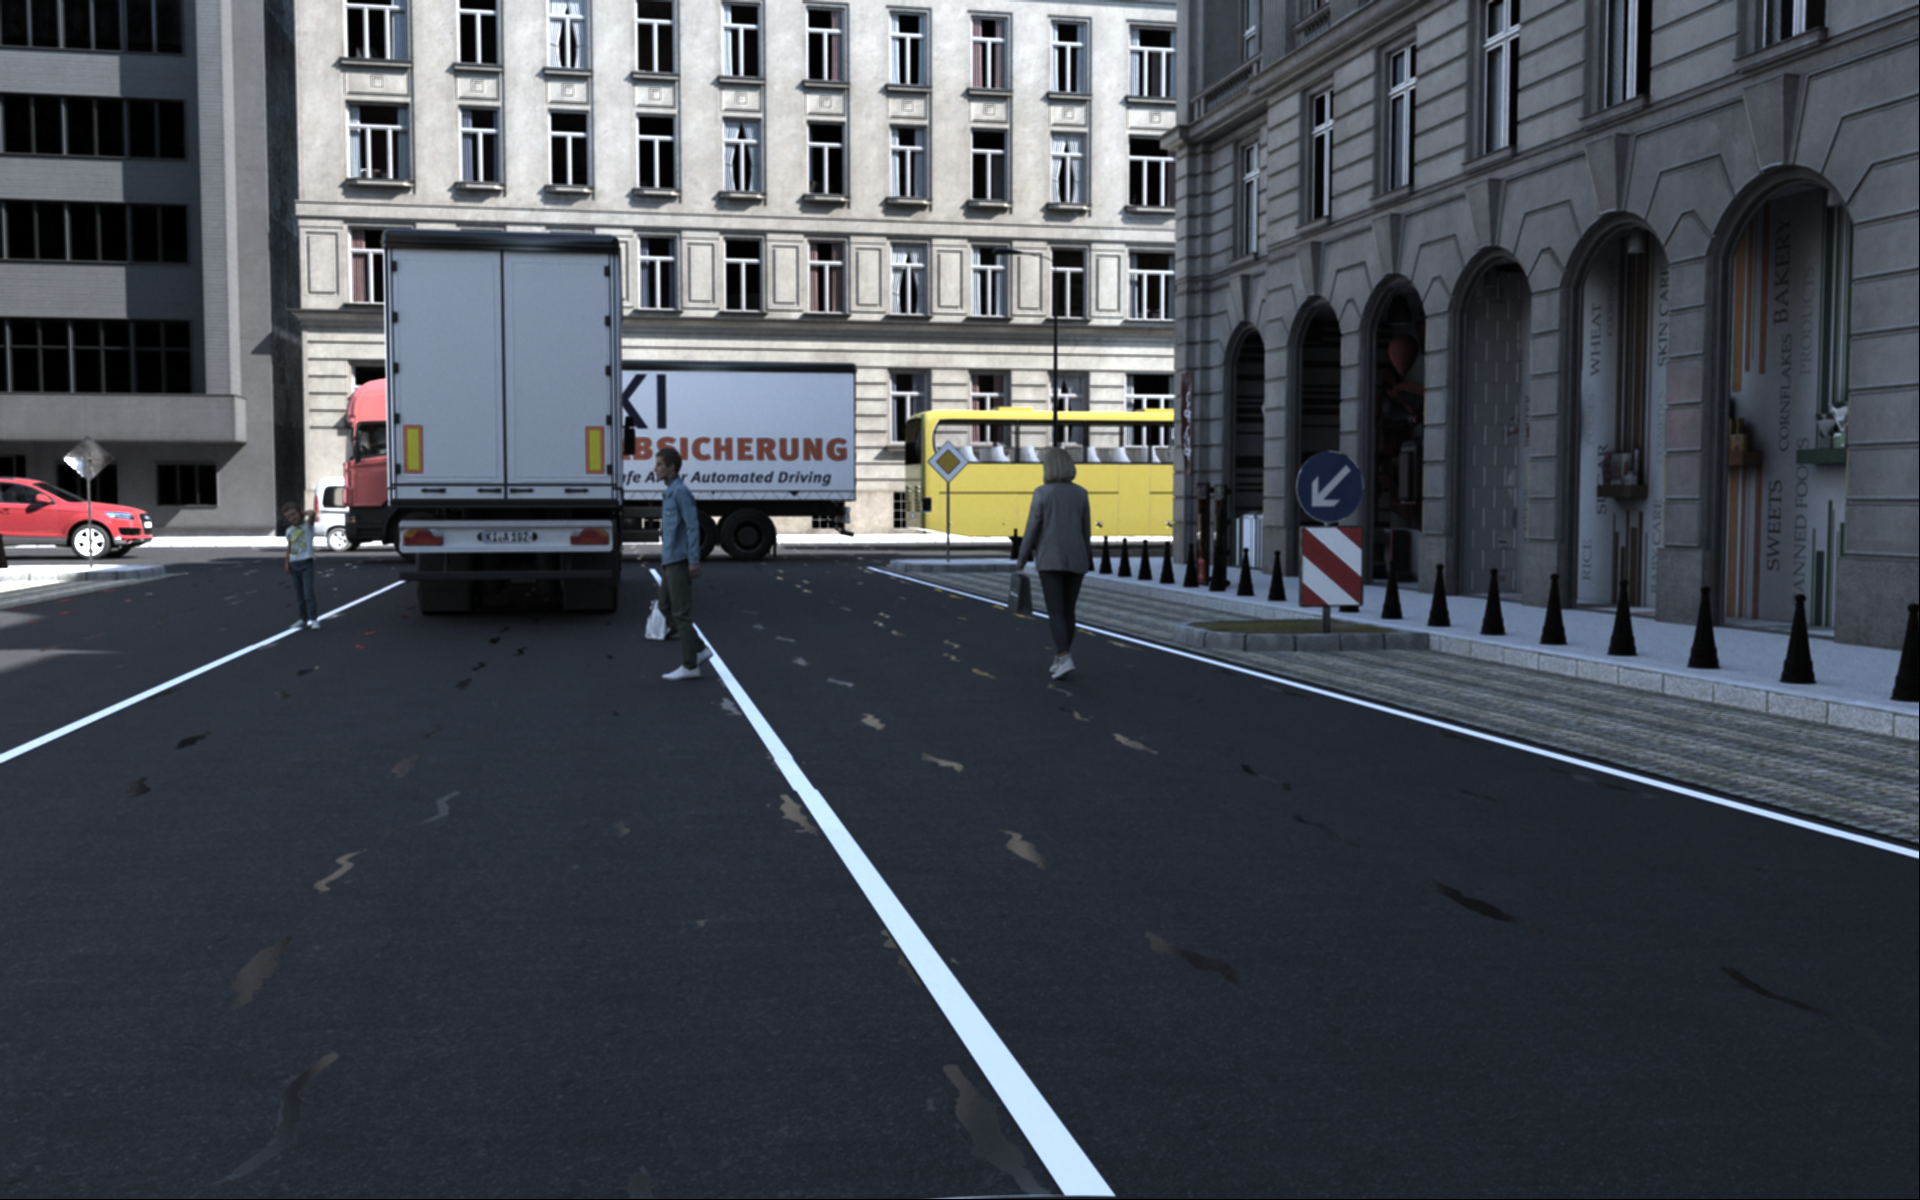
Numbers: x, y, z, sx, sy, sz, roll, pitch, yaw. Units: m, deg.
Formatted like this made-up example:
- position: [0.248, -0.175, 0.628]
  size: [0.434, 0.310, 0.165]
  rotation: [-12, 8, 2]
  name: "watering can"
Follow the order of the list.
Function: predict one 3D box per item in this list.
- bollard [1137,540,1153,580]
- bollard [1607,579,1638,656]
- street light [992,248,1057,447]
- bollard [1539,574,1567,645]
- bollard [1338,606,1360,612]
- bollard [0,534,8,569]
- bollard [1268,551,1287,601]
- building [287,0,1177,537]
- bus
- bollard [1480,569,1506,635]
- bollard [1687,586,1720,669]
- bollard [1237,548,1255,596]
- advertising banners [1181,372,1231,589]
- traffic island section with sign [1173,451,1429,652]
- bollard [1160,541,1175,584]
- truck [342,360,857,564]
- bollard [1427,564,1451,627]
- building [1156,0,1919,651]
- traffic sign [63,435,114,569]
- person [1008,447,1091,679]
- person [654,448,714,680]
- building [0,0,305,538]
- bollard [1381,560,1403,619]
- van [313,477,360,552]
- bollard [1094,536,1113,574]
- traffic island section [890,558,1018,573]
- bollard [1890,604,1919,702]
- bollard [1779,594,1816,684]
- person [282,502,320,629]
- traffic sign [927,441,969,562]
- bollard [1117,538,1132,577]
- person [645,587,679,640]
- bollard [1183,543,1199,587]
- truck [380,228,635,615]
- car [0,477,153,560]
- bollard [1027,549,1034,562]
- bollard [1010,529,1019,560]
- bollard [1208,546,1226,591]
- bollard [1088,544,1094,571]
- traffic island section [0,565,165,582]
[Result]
- position: [2.772, -0.604, 25.923]
  size: [0.229, 0.601, 0.229]
  rotation: [0, 3, 0]
  name: "bollard"
- position: [5.288, 0.136, 13.811]
  size: [0.229, 0.601, 0.229]
  rotation: [0, 3, 0]
  name: "bollard"
- position: [1.289, -3.695, 32.958]
  size: [1.470, 5.913, 1.316]
  rotation: [-1, 4, -12]
  name: "street light"
- position: [5.083, 0.075, 14.818]
  size: [0.229, 0.601, 0.229]
  rotation: [0, 3, 0]
  name: "bollard"
- position: [4.241, -0.172, 18.855]
  size: [0.229, 0.601, 0.229]
  rotation: [0, 3, 0]
  name: "bollard"
- position: [-16.514, -0.843, 29.817]
  size: [0.229, 0.601, 0.229]
  rotation: [0, 3, 0]
  name: "bollard"
- position: [3.822, -0.295, 20.866]
  size: [0.229, 0.601, 0.229]
  rotation: [0, 3, 0]
  name: "bollard"
- position: [-6.867, -13.890, 60.393]
  size: [30.059, 22.955, 16.112]
  rotation: [-1, 4, -12]
  name: "building"
- position: [4.766, -3.332, 46.023]
  size: [12.252, 3.916, 2.896]
  rotation: [-1, 4, -12]
  name: "bus"
- position: [4.875, 0.013, 15.824]
  size: [0.229, 0.601, 0.229]
  rotation: [0, 3, 0]
  name: "bollard"
- position: [5.502, 0.198, 12.798]
  size: [0.229, 0.601, 0.229]
  rotation: [0, 3, 0]
  name: "bollard"
- position: [3.610, -0.357, 21.880]
  size: [0.229, 0.601, 0.229]
  rotation: [0, 3, 0]
  name: "bollard"
- position: [3.421, -1.719, 24.296]
  size: [0.090, 3.025, 2.074]
  rotation: [-1, 4, -10]
  name: "advertising banners"
- position: [3.134, -0.488, 16.612]
  size: [1.989, 1.847, 2.006]
  rotation: [-1, 4, -12]
  name: "traffic island section with sign"
- position: [2.983, -0.542, 24.911]
  size: [0.229, 0.601, 0.229]
  rotation: [0, 3, 0]
  name: "bollard"
- position: [-7.953, -2.957, 37.262]
  size: [11.283, 4.237, 2.839]
  rotation: [-1, 4, -11]
  name: "truck"
- position: [4.662, -0.049, 16.837]
  size: [0.229, 0.601, 0.229]
  rotation: [0, 3, 0]
  name: "bollard"
- position: [12.034, -10.985, 21.410]
  size: [13.314, 21.916, 24.055]
  rotation: [-1, 4, -12]
  name: "building"
- position: [-14.913, -1.592, 29.670]
  size: [0.795, 2.450, 0.064]
  rotation: [-1, 4, -12]
  name: "traffic sign"
- position: [0.714, -0.298, 13.553]
  size: [0.709, 1.800, 0.728]
  rotation: [-1, 4, -16]
  name: "person"
- position: [-2.143, -0.281, 13.435]
  size: [0.444, 1.785, 0.601]
  rotation: [0, 4, -6]
  name: "person"
- position: [-36.024, -14.303, 52.922]
  size: [30.058, 24.678, 14.314]
  rotation: [-1, 4, -12]
  name: "building"
- position: [4.453, -0.110, 17.842]
  size: [0.229, 0.601, 0.229]
  rotation: [0, 3, 0]
  name: "bollard"
- position: [-14.216, -2.257, 43.919]
  size: [4.112, 2.044, 2.013]
  rotation: [-1, 4, -10]
  name: "van"
- position: [2.352, -0.728, 27.939]
  size: [0.229, 0.601, 0.229]
  rotation: [0, 3, 0]
  name: "bollard"
- position: [-0.206, -0.642, 32.774]
  size: [2.009, 0.180, 2.903]
  rotation: [-1, 4, -12]
  name: "traffic island section"
- position: [5.922, 0.323, 10.767]
  size: [0.229, 0.601, 0.229]
  rotation: [0, 3, 0]
  name: "bollard"
- position: [5.709, 0.260, 11.784]
  size: [0.229, 0.601, 0.229]
  rotation: [0, 3, 0]
  name: "bollard"
- position: [-6.993, -0.367, 18.417]
  size: [0.435, 1.345, 0.340]
  rotation: [0, 4, 2]
  name: "person"
- position: [-0.227, -1.777, 32.693]
  size: [0.795, 2.450, 0.064]
  rotation: [-1, 4, -12]
  name: "traffic sign"
- position: [2.562, -0.666, 26.929]
  size: [0.229, 0.601, 0.229]
  rotation: [0, 3, 0]
  name: "bollard"
- position: [-2.917, 0.112, 17.140]
  size: [0.381, 0.543, 0.357]
  rotation: [3, 4, 38]
  name: "person"
- position: [3.190, -0.481, 23.900]
  size: [0.229, 0.601, 0.229]
  rotation: [0, 3, 0]
  name: "bollard"
- position: [-5.927, -2.147, 24.023]
  size: [2.839, 4.237, 11.283]
  rotation: [-1, 4, -11]
  name: "truck"
- position: [-20.801, -1.818, 38.404]
  size: [5.304, 1.827, 2.281]
  rotation: [-1, 4, -11]
  name: "car"
- position: [1.304, -1.036, 32.977]
  size: [0.229, 0.601, 0.229]
  rotation: [0, 3, 0]
  name: "bollard"
- position: [1.090, -1.098, 33.986]
  size: [0.229, 0.601, 0.229]
  rotation: [0, 3, 0]
  name: "bollard"
- position: [3.403, -0.419, 22.896]
  size: [0.229, 0.601, 0.229]
  rotation: [0, 3, 0]
  name: "bollard"
- position: [2.144, -0.789, 28.944]
  size: [0.229, 0.601, 0.229]
  rotation: [0, 3, 0]
  name: "bollard"
- position: [-14.934, -0.455, 29.727]
  size: [2.009, 0.180, 2.903]
  rotation: [-1, 4, -12]
  name: "traffic island section"
